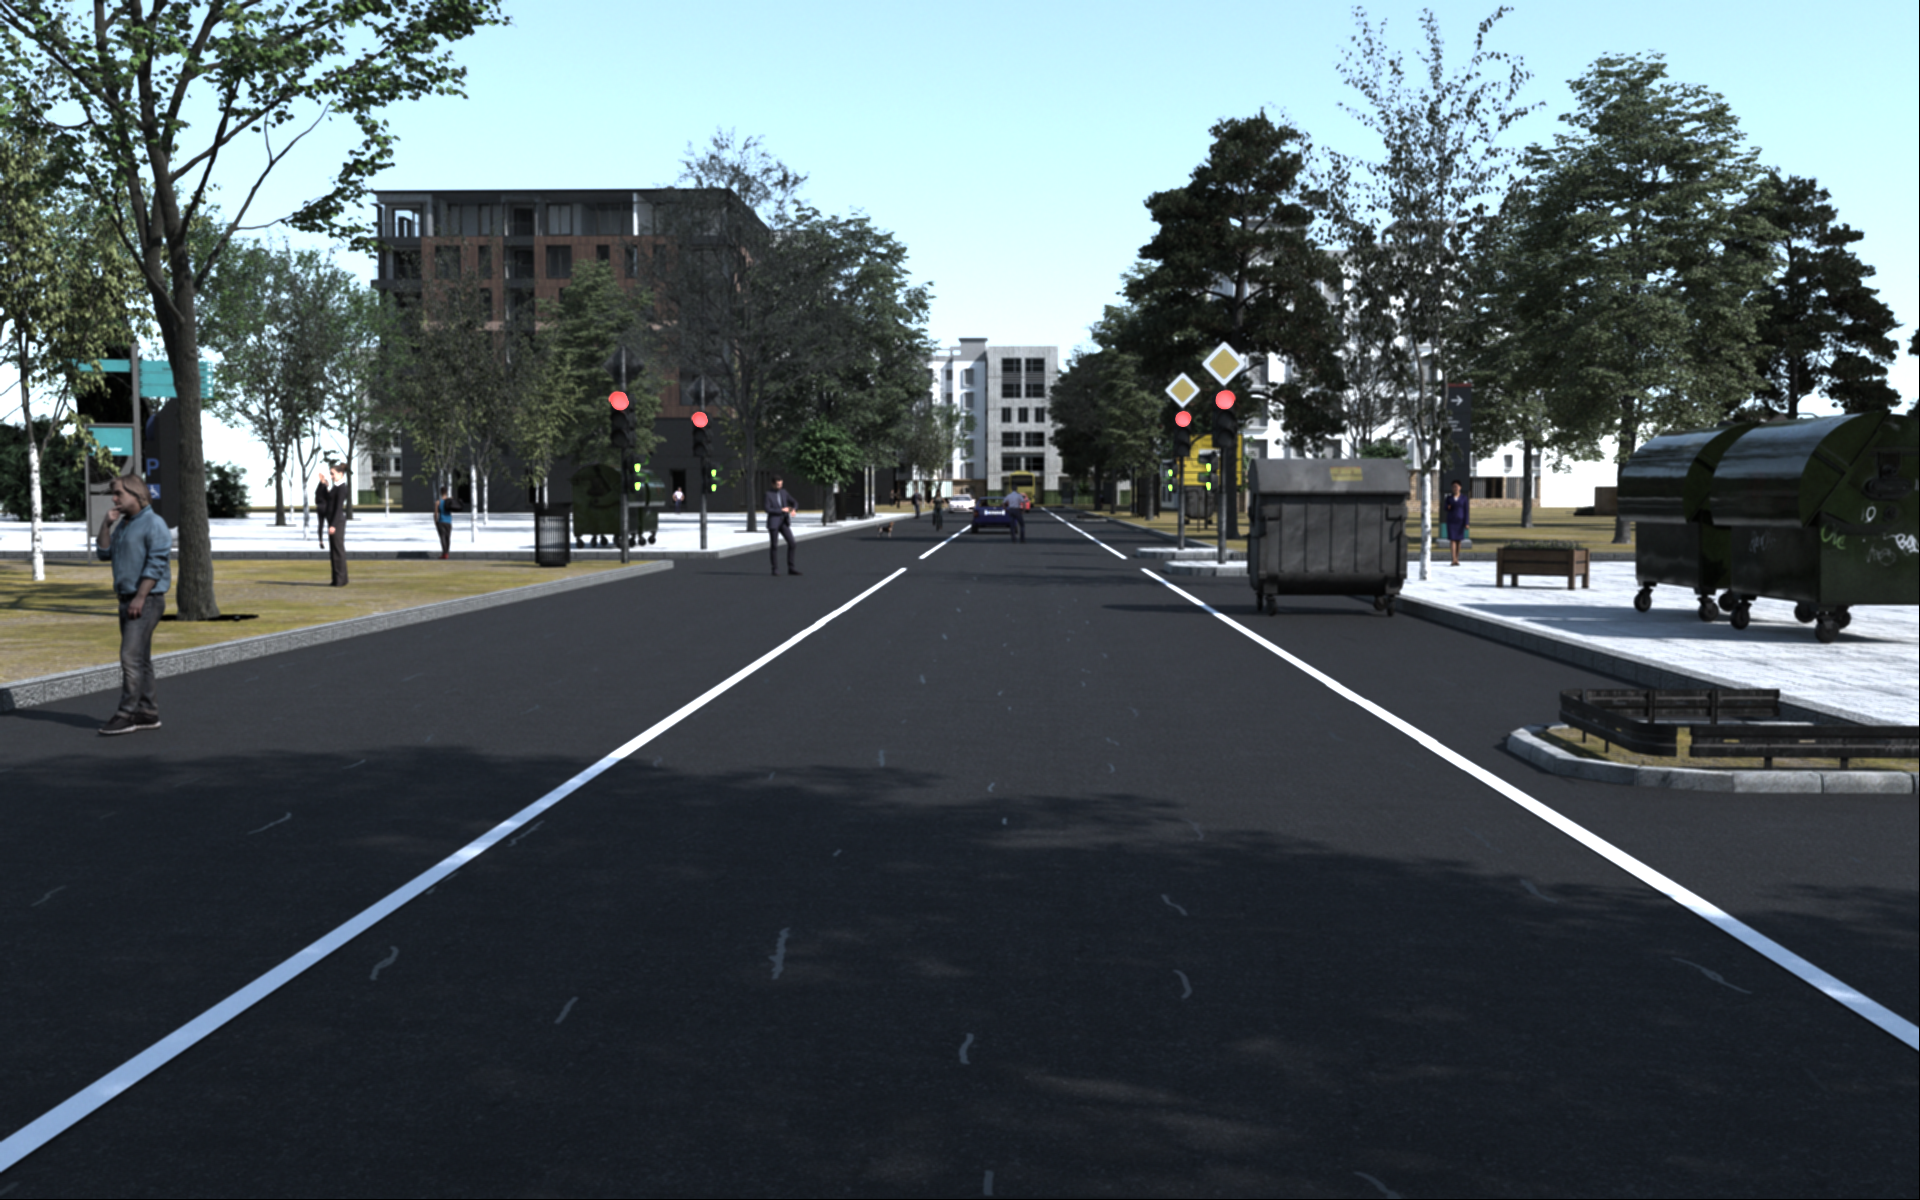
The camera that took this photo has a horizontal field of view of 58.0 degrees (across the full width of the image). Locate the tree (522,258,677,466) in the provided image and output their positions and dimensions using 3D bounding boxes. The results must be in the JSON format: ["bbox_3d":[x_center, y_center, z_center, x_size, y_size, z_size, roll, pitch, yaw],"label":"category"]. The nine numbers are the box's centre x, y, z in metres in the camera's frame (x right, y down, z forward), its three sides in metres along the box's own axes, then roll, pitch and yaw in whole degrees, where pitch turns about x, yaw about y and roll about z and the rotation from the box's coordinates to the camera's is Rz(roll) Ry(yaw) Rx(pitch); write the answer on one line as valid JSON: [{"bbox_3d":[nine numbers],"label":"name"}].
[{"bbox_3d":[-17.561,-10.152,84.107,7.486,12.596,7.792,0,3,0],"label":"tree"}]

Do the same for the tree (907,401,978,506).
[{"bbox_3d":[-2.063,-16.091,188.849,9.928,11.665,9.643,0,3,0],"label":"tree"}]

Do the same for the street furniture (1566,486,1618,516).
[{"bbox_3d":[40.821,-5.787,101.476,9.812,1.723,11.010,-2,4,-33],"label":"street furniture"}]

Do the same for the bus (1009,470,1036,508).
[{"bbox_3d":[6.490,-11.545,180.312,2.896,3.916,12.252,0,4,2],"label":"bus"}]

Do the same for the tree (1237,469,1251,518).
[{"bbox_3d":[15.147,-6.078,93.980,1.663,3.219,1.824,0,3,0],"label":"tree"}]

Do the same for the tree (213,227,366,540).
[{"bbox_3d":[-18.115,-5.941,47.493,4.360,8.622,3.978,0,3,0],"label":"tree"}]

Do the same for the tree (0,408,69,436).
[{"bbox_3d":[-57.007,-8.397,100.190,11.467,7.101,20.602,-2,4,-28],"label":"tree"}]

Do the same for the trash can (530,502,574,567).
[{"bbox_3d":[-7.171,-1.151,30.476,0.748,1.137,0.748,0,3,0],"label":"trash can"}]

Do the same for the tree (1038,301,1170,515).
[{"bbox_3d":[9.779,-12.137,108.815,12.009,13.543,11.850,0,3,0],"label":"tree"}]

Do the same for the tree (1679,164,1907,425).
[{"bbox_3d":[32.051,-9.719,66.329,7.806,13.903,7.818,0,3,0],"label":"tree"}]

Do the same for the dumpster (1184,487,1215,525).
[{"bbox_3d":[9.946,-4.067,72.250,1.264,1.857,1.865,0,4,2],"label":"dumpster"}]

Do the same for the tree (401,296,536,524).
[{"bbox_3d":[-19.162,-7.012,65.016,4.737,8.622,4.395,0,3,0],"label":"tree"}]

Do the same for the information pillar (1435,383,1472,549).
[{"bbox_3d":[11.647,-3.143,40.765,0.750,3.857,0.750,1,4,9],"label":"information pillar"}]

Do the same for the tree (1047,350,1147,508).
[{"bbox_3d":[12.318,-15.042,152.592,9.857,13.997,8.962,0,3,0],"label":"tree"}]

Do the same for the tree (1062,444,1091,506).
[{"bbox_3d":[13.003,-14.787,192.126,4.737,8.622,4.395,0,3,0],"label":"tree"}]

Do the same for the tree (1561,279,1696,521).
[{"bbox_3d":[32.322,-9.630,83.205,9.928,11.665,9.643,0,3,0],"label":"tree"}]

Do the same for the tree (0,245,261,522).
[{"bbox_3d":[-43.531,-11.270,86.086,13.155,14.587,18.604,0,4,-4],"label":"tree"}]

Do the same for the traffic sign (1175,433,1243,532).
[{"bbox_3d":[8.323,-3.920,57.960,2.265,3.308,0.079,0,4,6],"label":"traffic sign"}]

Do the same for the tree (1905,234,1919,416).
[{"bbox_3d":[33.802,-8.197,56.075,6.751,12.117,7.091,0,3,0],"label":"tree"}]

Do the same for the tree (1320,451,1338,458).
[{"bbox_3d":[15.267,-4.799,73.069,1.663,3.219,1.824,0,3,0],"label":"tree"}]

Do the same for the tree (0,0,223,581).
[{"bbox_3d":[-13.459,-4.596,25.500,4.737,8.622,4.395,0,3,0],"label":"tree"}]

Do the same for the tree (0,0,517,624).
[{"bbox_3d":[-7.936,-5.596,17.247,9.928,11.665,9.643,0,3,0],"label":"tree"}]

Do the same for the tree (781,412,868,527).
[{"bbox_3d":[-5.334,-5.199,68.714,4.285,4.588,4.351,0,3,0],"label":"tree"}]

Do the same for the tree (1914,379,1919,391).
[{"bbox_3d":[55.420,-11.519,90.164,13.155,14.587,18.604,0,4,7],"label":"tree"}]

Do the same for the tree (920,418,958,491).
[{"bbox_3d":[-2.335,-13.169,165.675,4.737,8.622,4.395,0,3,0],"label":"tree"}]

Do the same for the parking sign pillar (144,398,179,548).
[{"bbox_3d":[-18.921,-3.237,41.404,1.447,3.967,1.447,0,4,8],"label":"parking sign pillar"}]

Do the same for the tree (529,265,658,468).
[{"bbox_3d":[-20.305,-11.467,94.912,7.806,13.903,7.818,0,3,0],"label":"tree"}]

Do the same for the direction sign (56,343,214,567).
[{"bbox_3d":[-14.784,-2.602,31.299,2.525,3.948,1.411,-1,4,-18],"label":"direction sign"}]

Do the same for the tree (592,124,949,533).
[{"bbox_3d":[-7.067,-9.013,57.738,12.009,13.543,11.850,0,3,0],"label":"tree"}]

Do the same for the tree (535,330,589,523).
[{"bbox_3d":[-18.648,-7.727,76.705,4.737,8.622,4.395,0,3,0],"label":"tree"}]

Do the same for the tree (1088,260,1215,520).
[{"bbox_3d":[9.547,-10.156,84.182,7.486,12.596,7.792,0,3,0],"label":"tree"}]

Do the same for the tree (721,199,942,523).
[{"bbox_3d":[-5.681,-10.364,76.098,9.857,13.997,8.962,0,3,0],"label":"tree"}]

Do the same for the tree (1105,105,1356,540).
[{"bbox_3d":[7.685,-7.756,48.863,6.751,12.117,7.091,0,3,0],"label":"tree"}]

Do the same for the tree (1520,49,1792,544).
[{"bbox_3d":[17.539,-7.757,44.955,7.486,12.596,7.792,0,3,0],"label":"tree"}]

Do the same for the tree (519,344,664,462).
[{"bbox_3d":[-22.409,-10.439,105.094,8.767,10.594,7.601,-1,4,-18],"label":"tree"}]

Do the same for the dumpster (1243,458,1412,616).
[{"bbox_3d":[4.384,-0.769,20.791,1.865,1.857,1.264,0,4,3],"label":"dumpster"}]

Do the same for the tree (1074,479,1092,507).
[{"bbox_3d":[11.925,-10.570,167.422,1.663,3.219,1.824,0,3,0],"label":"tree"}]

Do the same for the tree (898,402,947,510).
[{"bbox_3d":[-3.487,-11.407,136.871,4.360,8.622,3.978,0,3,0],"label":"tree"}]

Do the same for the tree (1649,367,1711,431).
[{"bbox_3d":[38.455,-8.658,91.914,4.737,8.622,4.395,0,3,0],"label":"tree"}]

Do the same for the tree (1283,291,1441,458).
[{"bbox_3d":[24.530,-11.912,105.128,12.009,13.543,11.850,0,3,0],"label":"tree"}]

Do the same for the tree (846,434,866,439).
[{"bbox_3d":[-7.588,-9.934,112.790,4.737,8.622,4.395,0,3,0],"label":"tree"}]

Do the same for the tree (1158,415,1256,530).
[{"bbox_3d":[8.768,-4.790,62.034,4.285,4.588,4.351,0,3,0],"label":"tree"}]

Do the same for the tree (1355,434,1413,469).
[{"bbox_3d":[23.168,-6.806,94.996,4.285,4.588,4.351,0,3,0],"label":"tree"}]

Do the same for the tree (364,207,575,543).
[{"bbox_3d":[-12.535,-5.808,45.320,4.360,8.622,3.978,0,3,0],"label":"tree"}]

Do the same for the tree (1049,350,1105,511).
[{"bbox_3d":[10.317,-12.737,130.311,6.751,12.117,7.091,0,3,0],"label":"tree"}]

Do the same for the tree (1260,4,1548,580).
[{"bbox_3d":[6.716,-4.597,25.530,4.360,8.622,3.978,0,3,0],"label":"tree"}]

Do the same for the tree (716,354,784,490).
[{"bbox_3d":[-10.426,-8.346,86.820,4.737,8.622,4.395,0,3,0],"label":"tree"}]
